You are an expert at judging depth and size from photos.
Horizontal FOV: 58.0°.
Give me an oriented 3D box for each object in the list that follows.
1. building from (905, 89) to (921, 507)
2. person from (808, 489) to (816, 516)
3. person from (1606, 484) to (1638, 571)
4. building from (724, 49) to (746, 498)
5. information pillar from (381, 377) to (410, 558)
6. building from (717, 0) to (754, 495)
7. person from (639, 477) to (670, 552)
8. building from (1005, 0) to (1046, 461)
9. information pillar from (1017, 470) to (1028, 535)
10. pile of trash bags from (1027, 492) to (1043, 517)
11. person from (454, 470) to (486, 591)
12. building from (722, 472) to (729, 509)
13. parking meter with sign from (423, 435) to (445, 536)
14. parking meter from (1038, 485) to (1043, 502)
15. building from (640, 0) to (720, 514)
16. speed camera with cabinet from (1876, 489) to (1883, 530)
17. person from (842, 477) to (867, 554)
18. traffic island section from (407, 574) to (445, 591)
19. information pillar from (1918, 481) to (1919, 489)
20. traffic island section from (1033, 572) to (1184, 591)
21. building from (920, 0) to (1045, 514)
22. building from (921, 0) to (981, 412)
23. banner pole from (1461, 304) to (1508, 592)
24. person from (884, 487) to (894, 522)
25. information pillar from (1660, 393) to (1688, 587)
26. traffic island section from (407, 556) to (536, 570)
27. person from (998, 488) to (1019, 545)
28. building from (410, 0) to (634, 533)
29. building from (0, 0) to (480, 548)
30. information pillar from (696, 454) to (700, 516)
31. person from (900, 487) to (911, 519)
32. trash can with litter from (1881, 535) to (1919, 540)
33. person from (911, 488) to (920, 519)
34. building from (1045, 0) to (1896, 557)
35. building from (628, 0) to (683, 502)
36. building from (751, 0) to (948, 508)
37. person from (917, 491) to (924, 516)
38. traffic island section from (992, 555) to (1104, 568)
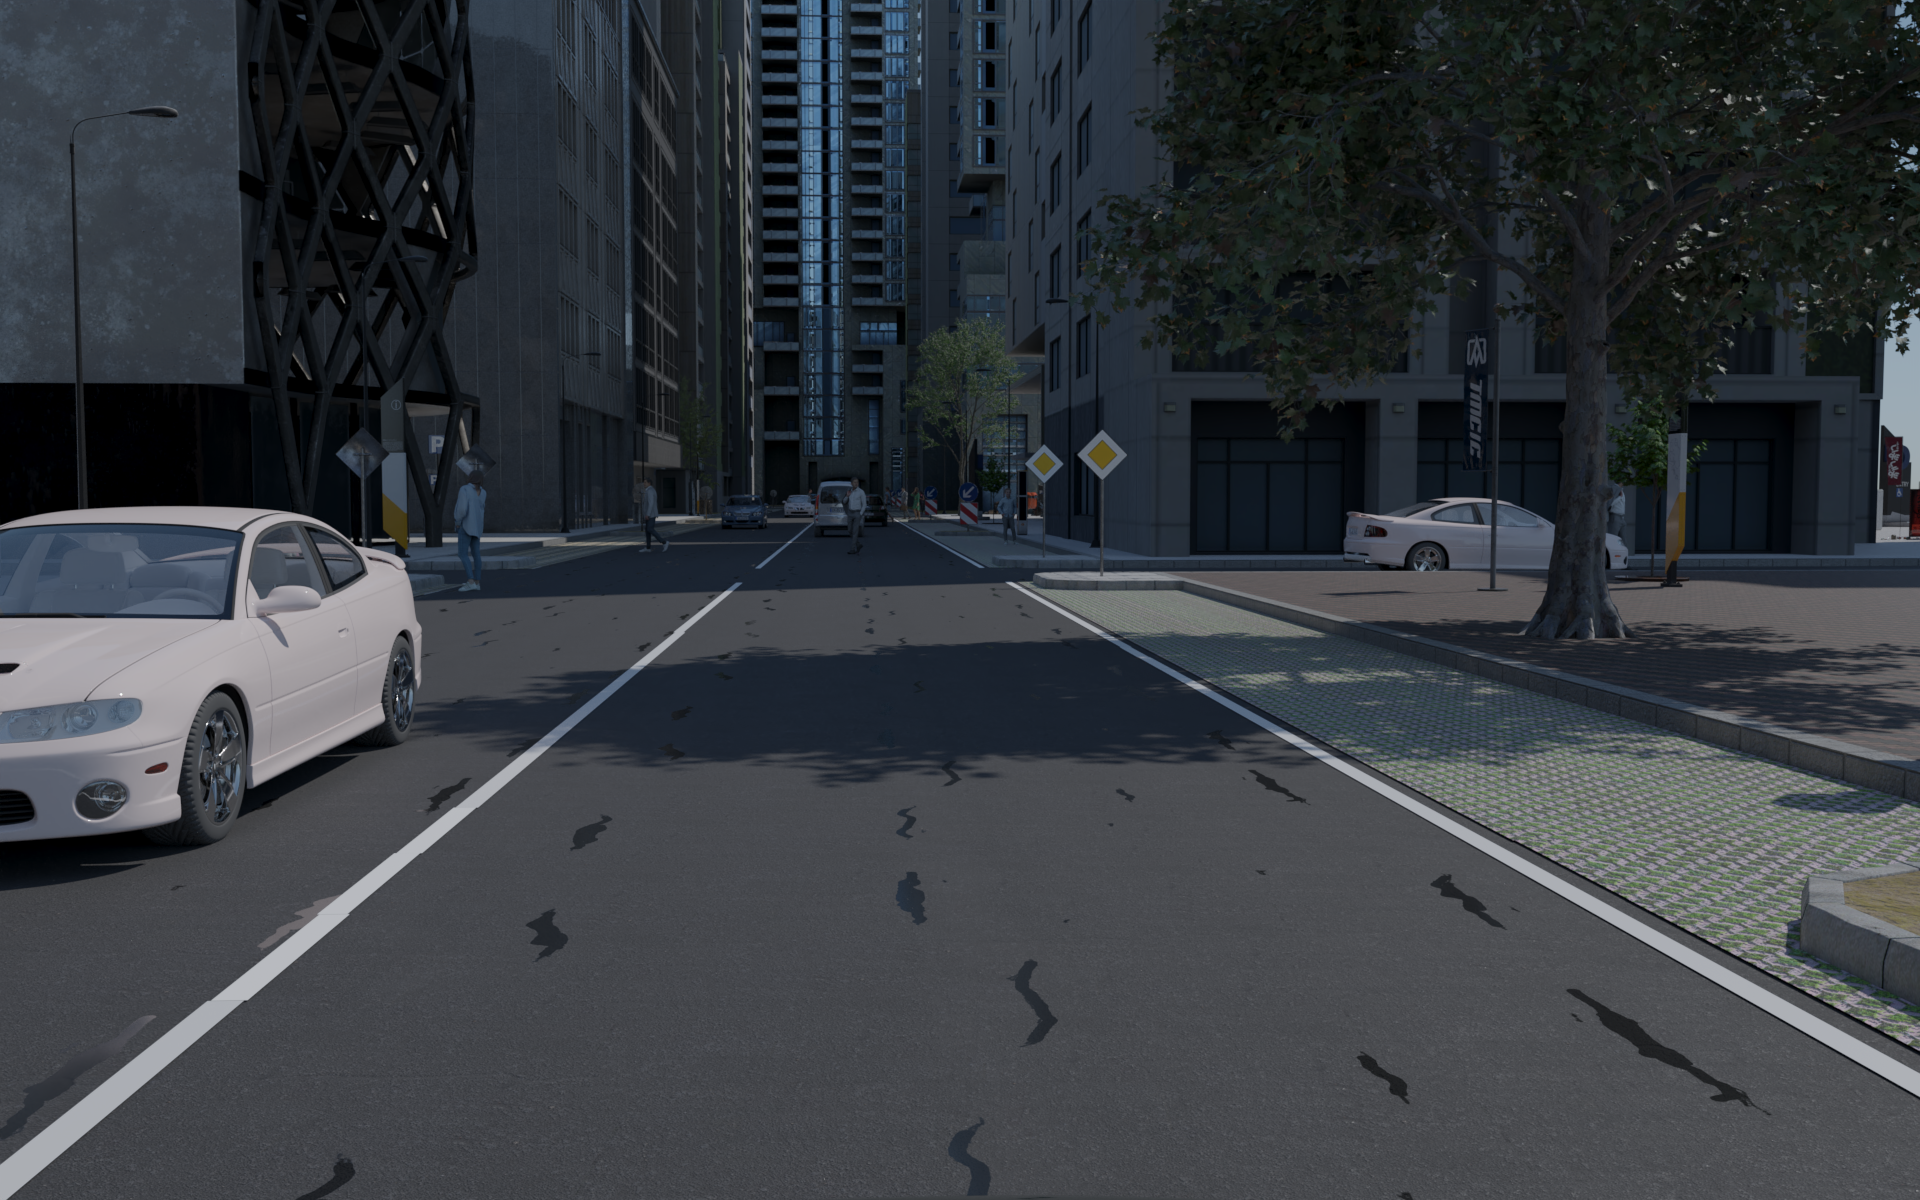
[{"bbox_3d":[1.344,-30.296,178.940,14.154,41.232,14.086,0,4,-4],"label":"building"},{"bbox_3d":[-9.480,-6.245,111.129,0.750,1.759,0.617,0,4,6],"label":"person"},{"bbox_3d":[12.065,-1.427,31.930,0.850,1.850,0.679,2,4,34],"label":"person"},{"bbox_3d":[-26.728,-28.793,154.356,14.154,41.232,14.086,0,4,-4],"label":"building"},{"bbox_3d":[-11.360,-2.658,34.807,0.504,3.616,0.183,0,4,6],"label":"information pillar"},{"bbox_3d":[-35.031,-38.562,172.495,28.212,58.520,21.231,0,4,-4],"label":"building"},{"bbox_3d":[-7.539,-2.099,42.662,0.795,1.843,0.661,0,4,-1],"label":"person"},{"bbox_3d":[16.625,-30.000,79.733,28.713,52.752,27.495,0,4,-4],"label":"building"},{"bbox_3d":[1.932,-3.023,53.916,0.304,2.012,0.304,0,4,-6],"label":"information pillar"},{"bbox_3d":[4.975,-5.606,101.402,1.912,1.369,3.447,2,4,31],"label":"pile of trash bags"},{"bbox_3d":[-7.270,-1.040,25.774,0.793,1.790,0.793,0,4,-8],"label":"person"},{"bbox_3d":[-34.549,-27.032,133.857,32.217,40.220,23.993,0,4,-4],"label":"building"},{"bbox_3d":[-15.833,-3.412,52.049,0.543,3.016,1.738,-2,4,-27],"label":"parking meter with sign"},{"bbox_3d":[5.068,-6.227,107.524,0.399,1.863,0.255,1,4,16],"label":"parking meter"},{"bbox_3d":[-23.500,-26.393,115.121,14.154,41.232,14.086,0,4,-4],"label":"building"},{"bbox_3d":[31.741,-4.076,60.973,2.038,3.252,0.660,-3,4,-36],"label":"speed camera with cabinet"},{"bbox_3d":[-2.549,-2.016,41.556,0.679,1.850,0.850,2,4,25],"label":"person"},{"bbox_3d":[-9.044,-0.243,26.252,2.009,0.180,2.903,0,4,-4],"label":"traffic island section"},{"bbox_3d":[55.753,-5.868,100.441,0.304,2.012,0.304,2,4,24],"label":"information pillar"},{"bbox_3d":[2.225,-0.287,26.970,2.009,0.180,2.903,0,4,-4],"label":"traffic island section"},{"bbox_3d":[8.602,-49.783,126.625,22.319,86.520,31.000,0,4,-4],"label":"building"},{"bbox_3d":[6.931,-37.648,157.545,21.231,58.520,28.212,0,4,-4],"label":"building"},{"bbox_3d":[6.975,-2.023,23.085,0.401,3.779,0.863,-2,4,-24],"label":"banner pole"},{"bbox_3d":[-3.604,-4.826,87.498,0.778,1.811,0.616,3,4,38],"label":"person"},{"bbox_3d":[9.858,-1.985,23.816,0.183,3.616,0.504,0,4,3],"label":"information pillar"},{"bbox_3d":[-9.556,-0.730,34.221,2.009,0.180,2.903,0,4,-4],"label":"traffic island section"},{"bbox_3d":[1.350,-2.344,48.632,0.589,1.601,0.330,0,4,-5],"label":"person"},{"bbox_3d":[-19.751,-15.136,65.504,12.078,24.808,19.932,0,4,-4],"label":"building"},{"bbox_3d":[-20.657,-10.655,41.659,16.820,18.784,16.811,0,4,-4],"label":"building"},{"bbox_3d":[-15.320,-6.725,101.301,0.183,3.616,0.504,0,4,-4],"label":"information pillar"},{"bbox_3d":[-3.179,-5.499,98.530,0.853,1.813,0.709,-3,4,-38],"label":"person"},{"bbox_3d":[26.878,-2.306,48.754,2.233,1.210,1.678,0,4,-4],"label":"trash can with litter"},{"bbox_3d":[-2.389,-5.338,96.021,0.529,1.795,0.600,-2,4,-34],"label":"person"},{"bbox_3d":[13.507,-37.042,43.882,20.611,71.187,20.563,0,4,-4],"label":"building"},{"bbox_3d":[-22.431,-18.014,88.044,14.314,27.812,24.014,0,4,-4],"label":"building"},{"bbox_3d":[-17.770,-54.430,202.601,31.000,86.520,22.319,0,4,-4],"label":"building"},{"bbox_3d":[-2.594,-6.177,110.956,0.593,1.643,0.415,-1,4,-11],"label":"person"},{"bbox_3d":[1.712,-0.774,34.938,2.009,0.180,2.903,0,4,-4],"label":"traffic island section"}]
